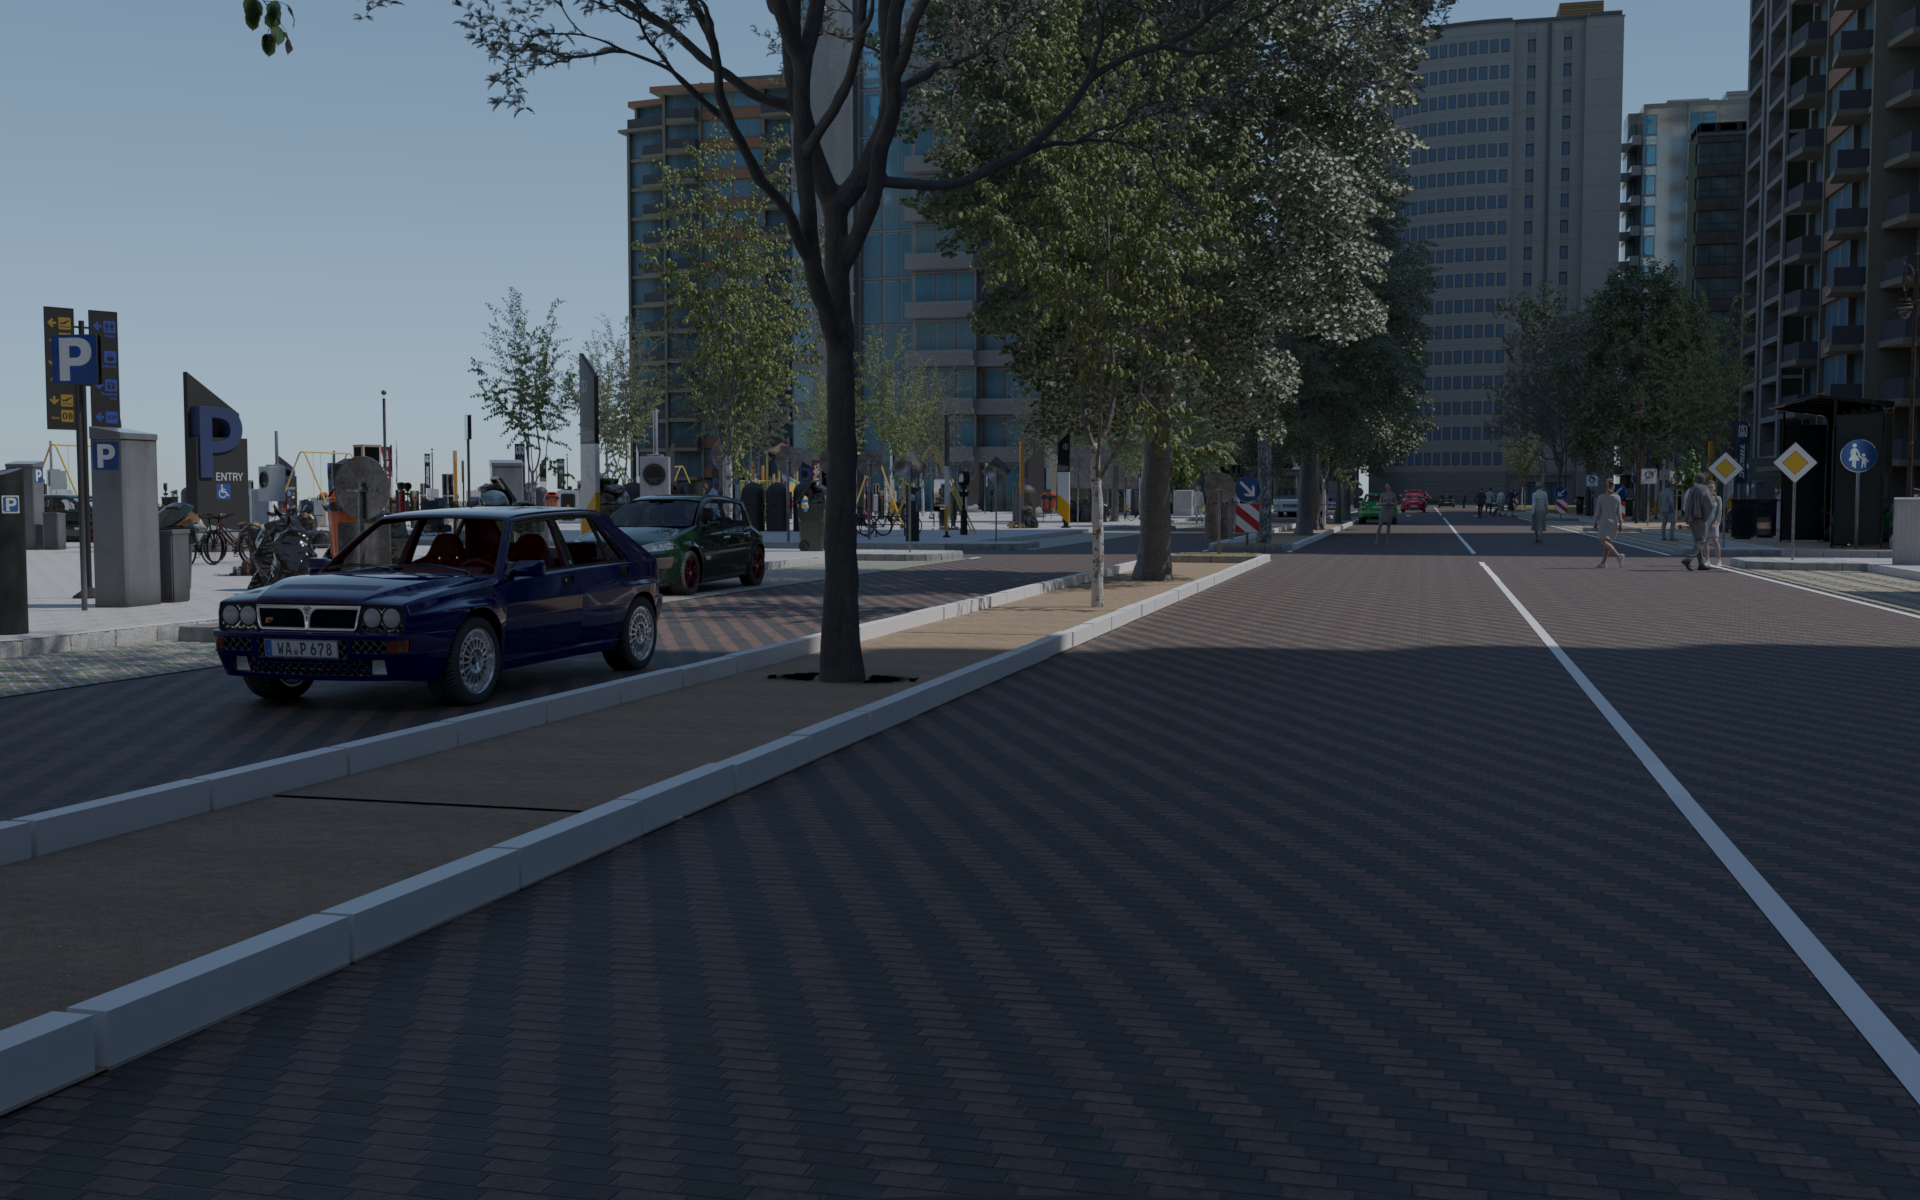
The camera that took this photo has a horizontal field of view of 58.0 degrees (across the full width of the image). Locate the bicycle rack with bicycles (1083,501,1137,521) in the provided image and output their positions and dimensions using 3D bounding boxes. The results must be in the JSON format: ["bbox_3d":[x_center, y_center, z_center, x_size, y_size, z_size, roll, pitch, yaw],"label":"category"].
[{"bbox_3d":[6.636,-4.255,82.950,2.925,0.926,2.852,3,5,44],"label":"bicycle rack with bicycles"}]

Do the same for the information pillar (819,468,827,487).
[{"bbox_3d":[-3.819,-2.730,49.121,0.304,2.012,0.304,-1,4,-9],"label":"information pillar"}]

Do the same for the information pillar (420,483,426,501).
[{"bbox_3d":[-36.071,-6.845,116.409,0.304,2.012,0.304,1,4,17],"label":"information pillar"}]

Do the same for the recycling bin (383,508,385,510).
[{"bbox_3d":[-41.649,-6.810,123.895,0.722,1.027,0.722,3,5,41],"label":"recycling bin"}]

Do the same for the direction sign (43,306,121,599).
[{"bbox_3d":[-10.749,-1.791,21.281,0.379,3.537,0.876,3,4,38],"label":"direction sign"}]

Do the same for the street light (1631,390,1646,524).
[{"bbox_3d":[29.434,-6.265,75.214,0.468,5.910,1.993,1,4,15],"label":"street light"}]

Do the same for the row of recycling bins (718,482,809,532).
[{"bbox_3d":[-6.677,-3.224,59.818,3.534,1.692,1.069,1,4,11],"label":"row of recycling bins"}]

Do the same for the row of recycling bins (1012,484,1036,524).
[{"bbox_3d":[2.755,-4.146,74.894,1.069,1.692,3.534,0,4,1],"label":"row of recycling bins"}]

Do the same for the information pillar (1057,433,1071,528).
[{"bbox_3d":[3.925,-4.522,65.289,0.504,3.616,0.183,2,4,27],"label":"information pillar"}]

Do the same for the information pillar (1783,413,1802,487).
[{"bbox_3d":[23.310,-3.498,48.549,0.504,3.616,0.183,1,4,19],"label":"information pillar"}]

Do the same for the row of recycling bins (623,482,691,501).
[{"bbox_3d":[-10.409,-3.230,59.924,1.069,1.692,3.534,2,4,32],"label":"row of recycling bins"}]

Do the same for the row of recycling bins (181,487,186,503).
[{"bbox_3d":[-44.470,-5.870,103.090,3.534,1.692,1.069,-1,4,-17],"label":"row of recycling bins"}]

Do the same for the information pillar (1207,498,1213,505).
[{"bbox_3d":[16.192,-6.584,112.147,0.304,2.012,0.304,2,4,28],"label":"information pillar"}]

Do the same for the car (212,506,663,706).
[{"bbox_3d":[-3.763,-0.032,13.111,1.945,1.354,3.894,1,4,16],"label":"car"}]

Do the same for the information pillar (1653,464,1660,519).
[{"bbox_3d":[35.741,-5.960,88.796,0.183,3.616,0.504,3,4,36],"label":"information pillar"}]

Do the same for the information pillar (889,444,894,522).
[{"bbox_3d":[-3.153,-5.446,80.399,0.183,3.616,0.504,-1,4,-16],"label":"information pillar"}]

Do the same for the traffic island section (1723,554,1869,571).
[{"bbox_3d":[16.156,-0.691,33.582,2.009,0.180,2.903,1,4,15],"label":"traffic island section"}]

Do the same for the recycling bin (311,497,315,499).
[{"bbox_3d":[-48.422,-7.204,130.346,0.722,1.027,0.722,-1,4,-9],"label":"recycling bin"}]

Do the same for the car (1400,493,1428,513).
[{"bbox_3d":[35.039,-7.624,133.687,2.155,1.783,4.494,1,4,15],"label":"car"}]

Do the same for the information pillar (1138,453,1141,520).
[{"bbox_3d":[9.043,-5.843,86.886,0.183,3.616,0.504,0,4,3],"label":"information pillar"}]

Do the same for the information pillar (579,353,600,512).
[{"bbox_3d":[-6.135,-2.282,28.672,0.183,3.616,0.504,-3,5,-42],"label":"information pillar"}]

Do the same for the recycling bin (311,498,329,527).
[{"bbox_3d":[-24.572,-3.347,67.273,0.722,1.027,0.722,2,4,34],"label":"recycling bin"}]

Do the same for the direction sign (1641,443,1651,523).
[{"bbox_3d":[30.543,-5.200,77.013,0.379,3.537,0.876,0,4,6],"label":"direction sign"}]

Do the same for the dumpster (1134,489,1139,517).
[{"bbox_3d":[10.462,-5.592,97.183,1.264,1.857,1.865,1,4,15],"label":"dumpster"}]

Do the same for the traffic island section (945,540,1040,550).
[{"bbox_3d":[0.936,-1.445,45.910,2.009,0.180,2.903,1,4,15],"label":"traffic island section"}]

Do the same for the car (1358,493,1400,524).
[{"bbox_3d":[20.371,-4.618,84.295,1.959,1.807,4.718,1,4,15],"label":"car"}]

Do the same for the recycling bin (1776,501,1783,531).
[{"bbox_3d":[28.556,-2.890,59.806,0.722,1.027,0.722,-1,4,-19],"label":"recycling bin"}]

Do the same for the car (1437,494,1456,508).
[{"bbox_3d":[51.829,-10.683,184.452,2.009,1.686,4.222,1,4,15],"label":"car"}]

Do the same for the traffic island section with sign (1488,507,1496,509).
[{"bbox_3d":[51.546,-9.610,165.755,1.989,1.847,2.006,1,4,15],"label":"traffic island section with sign"}]

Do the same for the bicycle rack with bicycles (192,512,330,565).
[{"bbox_3d":[-12.999,-1.110,31.536,2.852,0.926,2.925,2,4,24],"label":"bicycle rack with bicycles"}]

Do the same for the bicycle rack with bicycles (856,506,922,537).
[{"bbox_3d":[-2.958,-2.413,52.832,2.925,0.926,2.852,2,4,28],"label":"bicycle rack with bicycles"}]

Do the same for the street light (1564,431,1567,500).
[{"bbox_3d":[39.511,-8.571,112.927,0.468,5.910,1.993,1,4,15],"label":"street light"}]

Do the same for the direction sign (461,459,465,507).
[{"bbox_3d":[-33.824,-7.699,117.879,0.379,3.537,0.876,0,4,-6],"label":"direction sign"}]

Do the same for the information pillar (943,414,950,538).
[{"bbox_3d":[-0.385,-3.662,51.222,0.183,3.616,0.504,0,4,8],"label":"information pillar"}]

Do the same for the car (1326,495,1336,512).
[{"bbox_3d":[29.082,-7.471,134.729,1.945,1.354,3.894,1,4,16],"label":"car"}]

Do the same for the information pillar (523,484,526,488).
[{"bbox_3d":[-32.707,-7.691,130.234,0.304,2.012,0.304,3,4,36],"label":"information pillar"}]

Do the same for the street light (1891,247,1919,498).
[{"bbox_3d":[17.930,-3.660,32.621,0.468,5.910,1.993,1,4,15],"label":"street light"}]

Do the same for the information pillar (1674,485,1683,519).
[{"bbox_3d":[36.552,-5.117,88.160,0.304,2.012,0.304,0,4,-1],"label":"information pillar"}]

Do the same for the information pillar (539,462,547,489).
[{"bbox_3d":[-27.504,-7.521,114.319,0.504,3.616,0.183,-3,5,-40],"label":"information pillar"}]

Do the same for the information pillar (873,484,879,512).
[{"bbox_3d":[-6.007,-7.308,123.971,0.304,2.012,0.304,-3,5,-43],"label":"information pillar"}]

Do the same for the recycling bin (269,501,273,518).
[{"bbox_3d":[-36.635,-4.797,90.992,0.722,1.027,0.722,1,4,13],"label":"recycling bin"}]

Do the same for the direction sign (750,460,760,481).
[{"bbox_3d":[-13.556,-7.496,114.564,0.379,3.537,0.876,3,5,43],"label":"direction sign"}]

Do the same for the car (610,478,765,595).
[{"bbox_3d":[-4.292,-0.977,25.764,2.009,1.686,4.222,1,4,15],"label":"car"}]

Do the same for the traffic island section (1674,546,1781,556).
[{"bbox_3d":[18.220,-1.163,41.297,2.009,0.180,2.903,1,4,15],"label":"traffic island section"}]

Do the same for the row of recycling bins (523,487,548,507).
[{"bbox_3d":[-24.747,-5.580,98.342,3.534,1.692,1.069,2,4,34],"label":"row of recycling bins"}]

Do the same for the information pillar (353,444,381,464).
[{"bbox_3d":[-8.799,-1.301,25.762,0.304,2.012,0.304,3,5,45],"label":"information pillar"}]

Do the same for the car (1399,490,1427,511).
[{"bbox_3d":[38.716,-8.521,147.991,2.281,1.827,5.304,1,4,13],"label":"car"}]

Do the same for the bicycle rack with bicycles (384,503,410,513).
[{"bbox_3d":[-30.821,-4.841,92.530,2.925,0.926,2.852,-1,4,-21],"label":"bicycle rack with bicycles"}]

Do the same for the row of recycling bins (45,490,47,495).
[{"bbox_3d":[-51.396,-5.298,93.732,3.534,1.692,1.069,-2,4,-27],"label":"row of recycling bins"}]

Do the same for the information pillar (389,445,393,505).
[{"bbox_3d":[-26.918,-5.539,81.923,0.183,3.616,0.504,0,4,-6],"label":"information pillar"}]

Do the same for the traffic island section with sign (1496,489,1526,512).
[{"bbox_3d":[44.569,-8.018,139.715,1.989,1.847,2.006,1,4,15],"label":"traffic island section with sign"}]

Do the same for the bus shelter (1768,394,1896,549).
[{"bbox_3d":[21.860,-3.204,43.676,1.731,3.624,6.357,1,4,15],"label":"bus shelter"}]

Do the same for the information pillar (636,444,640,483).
[{"bbox_3d":[-15.158,-5.523,81.648,0.183,3.616,0.504,-1,4,-22],"label":"information pillar"}]

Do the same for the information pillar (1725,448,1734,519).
[{"bbox_3d":[39.283,-5.930,88.311,0.183,3.616,0.504,0,4,-2],"label":"information pillar"}]

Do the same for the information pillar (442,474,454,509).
[{"bbox_3d":[-18.492,-3.553,62.576,0.304,2.012,0.304,2,4,32],"label":"information pillar"}]

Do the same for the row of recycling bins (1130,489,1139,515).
[{"bbox_3d":[11.402,-6.015,105.456,1.069,1.692,3.534,2,4,34],"label":"row of recycling bins"}]

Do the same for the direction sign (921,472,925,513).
[{"bbox_3d":[-2.484,-7.575,115.855,0.379,3.537,0.876,0,4,-1],"label":"direction sign"}]

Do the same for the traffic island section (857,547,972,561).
[{"bbox_3d":[-1.128,-0.973,38.195,2.009,0.180,2.903,1,4,15],"label":"traffic island section"}]

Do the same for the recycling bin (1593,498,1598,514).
[{"bbox_3d":[40.997,-6.051,111.495,0.722,1.027,0.722,1,4,9],"label":"recycling bin"}]
